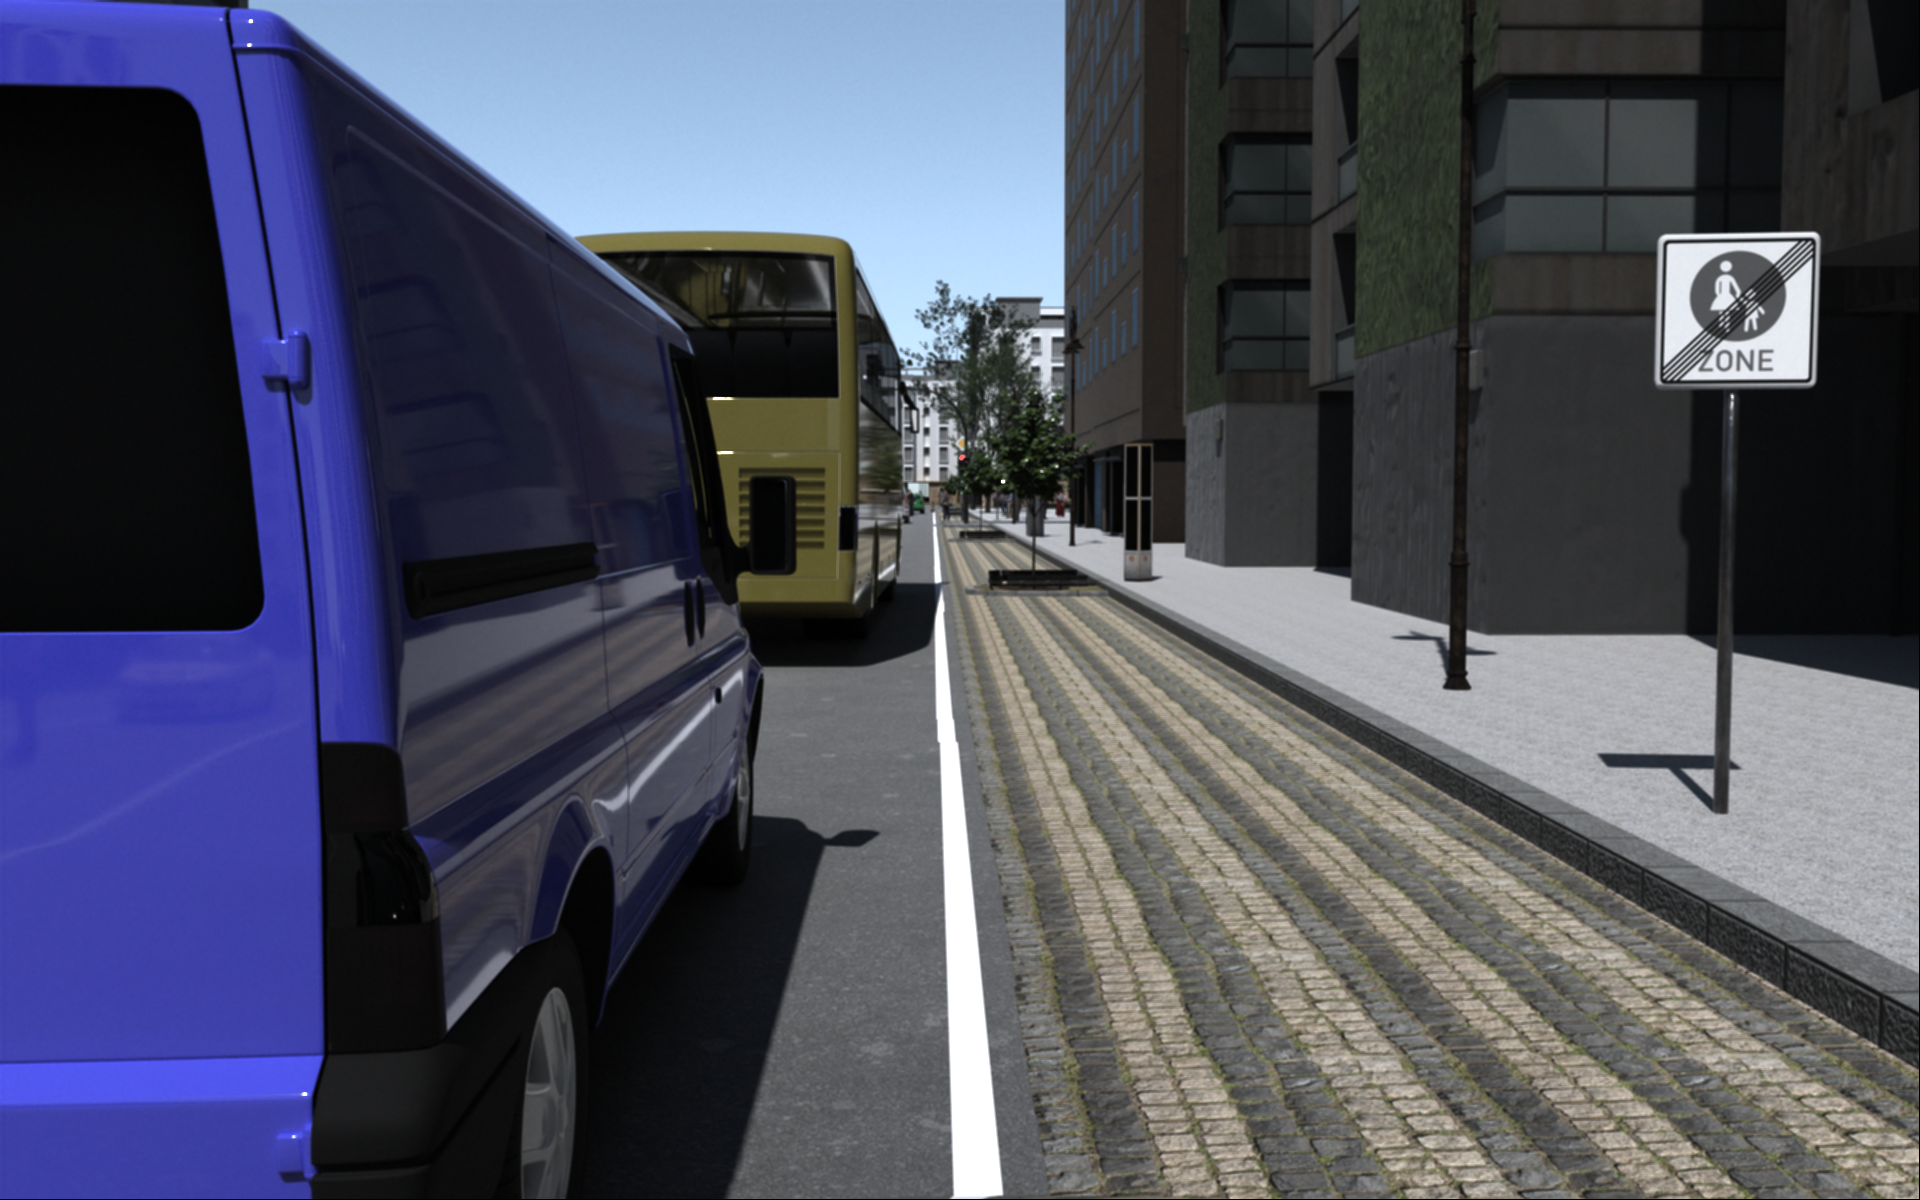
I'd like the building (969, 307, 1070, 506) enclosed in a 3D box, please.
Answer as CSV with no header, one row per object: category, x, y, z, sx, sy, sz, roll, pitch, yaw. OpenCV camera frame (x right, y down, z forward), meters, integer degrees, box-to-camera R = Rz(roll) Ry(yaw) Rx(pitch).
building,14.942,-22.120,205.629,27.936,21.610,32.646,0,4,-1

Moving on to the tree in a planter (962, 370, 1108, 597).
tree in a planter,1.073,-1.695,24.938,1.991,3.239,1.994,0,4,-1

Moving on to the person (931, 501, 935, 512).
person,-2.140,-7.343,136.485,0.347,0.859,0.695,0,4,1

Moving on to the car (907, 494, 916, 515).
car,-4.096,-6.539,118.706,2.131,1.459,4.920,0,4,0

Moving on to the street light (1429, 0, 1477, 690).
street light,3.274,-2.351,11.231,0.468,5.910,1.993,0,4,-1

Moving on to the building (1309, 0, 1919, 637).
building,11.702,-20.662,21.417,14.154,41.232,14.086,0,4,-1

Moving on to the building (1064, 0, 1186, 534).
building,11.417,-25.396,65.339,14.600,45.320,14.200,0,4,-1

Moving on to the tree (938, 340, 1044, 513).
tree,1.997,-11.709,117.195,9.928,11.665,9.643,0,3,0

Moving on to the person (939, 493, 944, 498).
person,-2.106,-13.197,224.277,1.348,1.823,0.705,-3,5,-40

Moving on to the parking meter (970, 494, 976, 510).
parking meter,1.050,-8.271,140.944,0.399,1.863,0.255,-2,4,-30

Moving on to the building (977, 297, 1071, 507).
building,9.987,-19.299,171.958,16.016,20.091,11.380,0,4,-1

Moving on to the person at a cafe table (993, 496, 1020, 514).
person at a cafe table,3.022,-6.286,113.637,1.726,1.238,1.698,2,4,34

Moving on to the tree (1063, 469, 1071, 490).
tree,9.069,-8.830,128.084,4.285,4.588,4.351,0,3,0

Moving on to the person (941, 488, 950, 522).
person,-0.828,-4.903,89.186,0.617,1.759,0.750,-3,4,-36

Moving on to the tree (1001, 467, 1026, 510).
tree,4.864,-9.635,141.241,4.285,4.588,4.351,0,3,0

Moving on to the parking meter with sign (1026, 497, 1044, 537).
parking meter with sign,2.301,-3.429,52.321,0.543,3.016,1.738,0,4,-8

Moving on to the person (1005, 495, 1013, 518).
person,2.666,-5.232,93.656,0.516,1.574,0.319,-3,5,-45

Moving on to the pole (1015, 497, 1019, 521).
pole,2.685,-5.383,81.847,0.158,3.312,0.155,0,3,0

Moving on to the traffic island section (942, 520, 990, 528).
traffic island section,0.281,-3.213,74.807,2.009,0.180,2.903,0,4,-1

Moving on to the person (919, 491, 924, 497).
person,-4.767,-12.216,208.228,1.348,1.824,0.705,1,4,22

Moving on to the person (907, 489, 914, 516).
person,-3.282,-6.306,112.284,0.565,1.739,0.600,3,5,42

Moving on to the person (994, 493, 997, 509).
person,3.038,-8.433,145.386,0.566,1.644,0.517,0,4,-6

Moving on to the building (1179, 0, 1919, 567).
building,11.558,-16.193,36.463,14.160,30.474,14.107,0,4,-1

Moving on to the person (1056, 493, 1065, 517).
person,5.640,-5.434,97.353,0.523,1.526,0.387,0,4,-3

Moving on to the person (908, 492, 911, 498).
person,-3.311,-5.752,103.344,0.742,1.727,0.445,-1,4,-18

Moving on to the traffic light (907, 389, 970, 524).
traffic light,-1.849,-6.107,74.518,4.771,5.953,1.251,0,4,-1

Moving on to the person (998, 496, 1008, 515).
person,2.742,-5.968,105.587,0.963,1.587,0.435,-3,5,-41

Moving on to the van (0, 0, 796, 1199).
van,-1.665,-0.012,4.582,2.240,2.365,5.245,0,4,-2

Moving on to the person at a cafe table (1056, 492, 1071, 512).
person at a cafe table,8.068,-7.550,131.964,1.622,1.524,1.698,2,4,35

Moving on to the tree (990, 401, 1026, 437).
tree,4.135,-10.791,126.799,4.737,8.622,4.395,0,3,0

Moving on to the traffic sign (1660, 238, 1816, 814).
traffic sign,3.058,-0.291,6.893,0.606,2.300,0.079,0,4,7

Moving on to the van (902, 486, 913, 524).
van,-3.314,-4.783,85.212,2.013,2.044,4.112,0,4,-1

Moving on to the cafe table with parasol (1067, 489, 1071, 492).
cafe table with parasol,7.917,-6.322,108.227,2.610,1.966,2.610,-1,4,-9

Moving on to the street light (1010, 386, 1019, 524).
street light,2.319,-6.212,74.361,0.468,5.910,1.993,0,4,-1

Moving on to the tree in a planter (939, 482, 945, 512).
tree in a planter,-0.665,-8.400,134.557,1.991,3.239,1.994,0,4,-1

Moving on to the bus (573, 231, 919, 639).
bus,-2.072,-1.738,19.955,2.896,3.916,12.252,0,3,0

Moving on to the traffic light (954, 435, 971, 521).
traffic light,0.116,-5.734,82.676,0.839,4.253,0.868,0,4,-1

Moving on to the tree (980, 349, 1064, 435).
tree,3.159,-8.405,87.777,4.360,8.622,3.978,0,3,0

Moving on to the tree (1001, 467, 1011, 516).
tree,2.863,-6.578,102.151,1.663,3.219,1.824,0,3,0

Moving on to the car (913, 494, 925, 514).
car,-3.527,-7.240,127.174,1.959,1.807,4.718,0,4,-3

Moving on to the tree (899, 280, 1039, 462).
tree,0.534,-18.173,153.022,12.611,20.169,13.585,0,3,0

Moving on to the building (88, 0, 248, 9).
building,-42.466,-31.941,64.235,28.212,58.520,21.231,0,4,-1

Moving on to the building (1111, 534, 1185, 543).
building,11.477,-24.498,50.656,14.600,45.320,14.200,0,4,-1

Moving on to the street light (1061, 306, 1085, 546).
street light,2.779,-4.275,42.683,0.468,5.910,1.993,0,4,-1

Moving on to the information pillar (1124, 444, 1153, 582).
information pillar,2.618,-1.280,25.427,0.304,2.012,0.304,-3,5,-43

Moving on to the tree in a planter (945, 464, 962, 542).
tree in a planter,0.635,-3.357,52.107,1.991,3.239,1.994,0,4,-1

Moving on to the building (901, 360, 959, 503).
building,-5.873,-24.108,250.582,11.380,20.091,16.016,0,4,-1

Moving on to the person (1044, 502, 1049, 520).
person,4.350,-4.938,87.232,0.568,1.767,0.683,-3,4,-38

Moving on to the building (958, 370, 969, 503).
building,15.556,-23.523,251.054,31.486,18.905,16.747,0,4,-1
